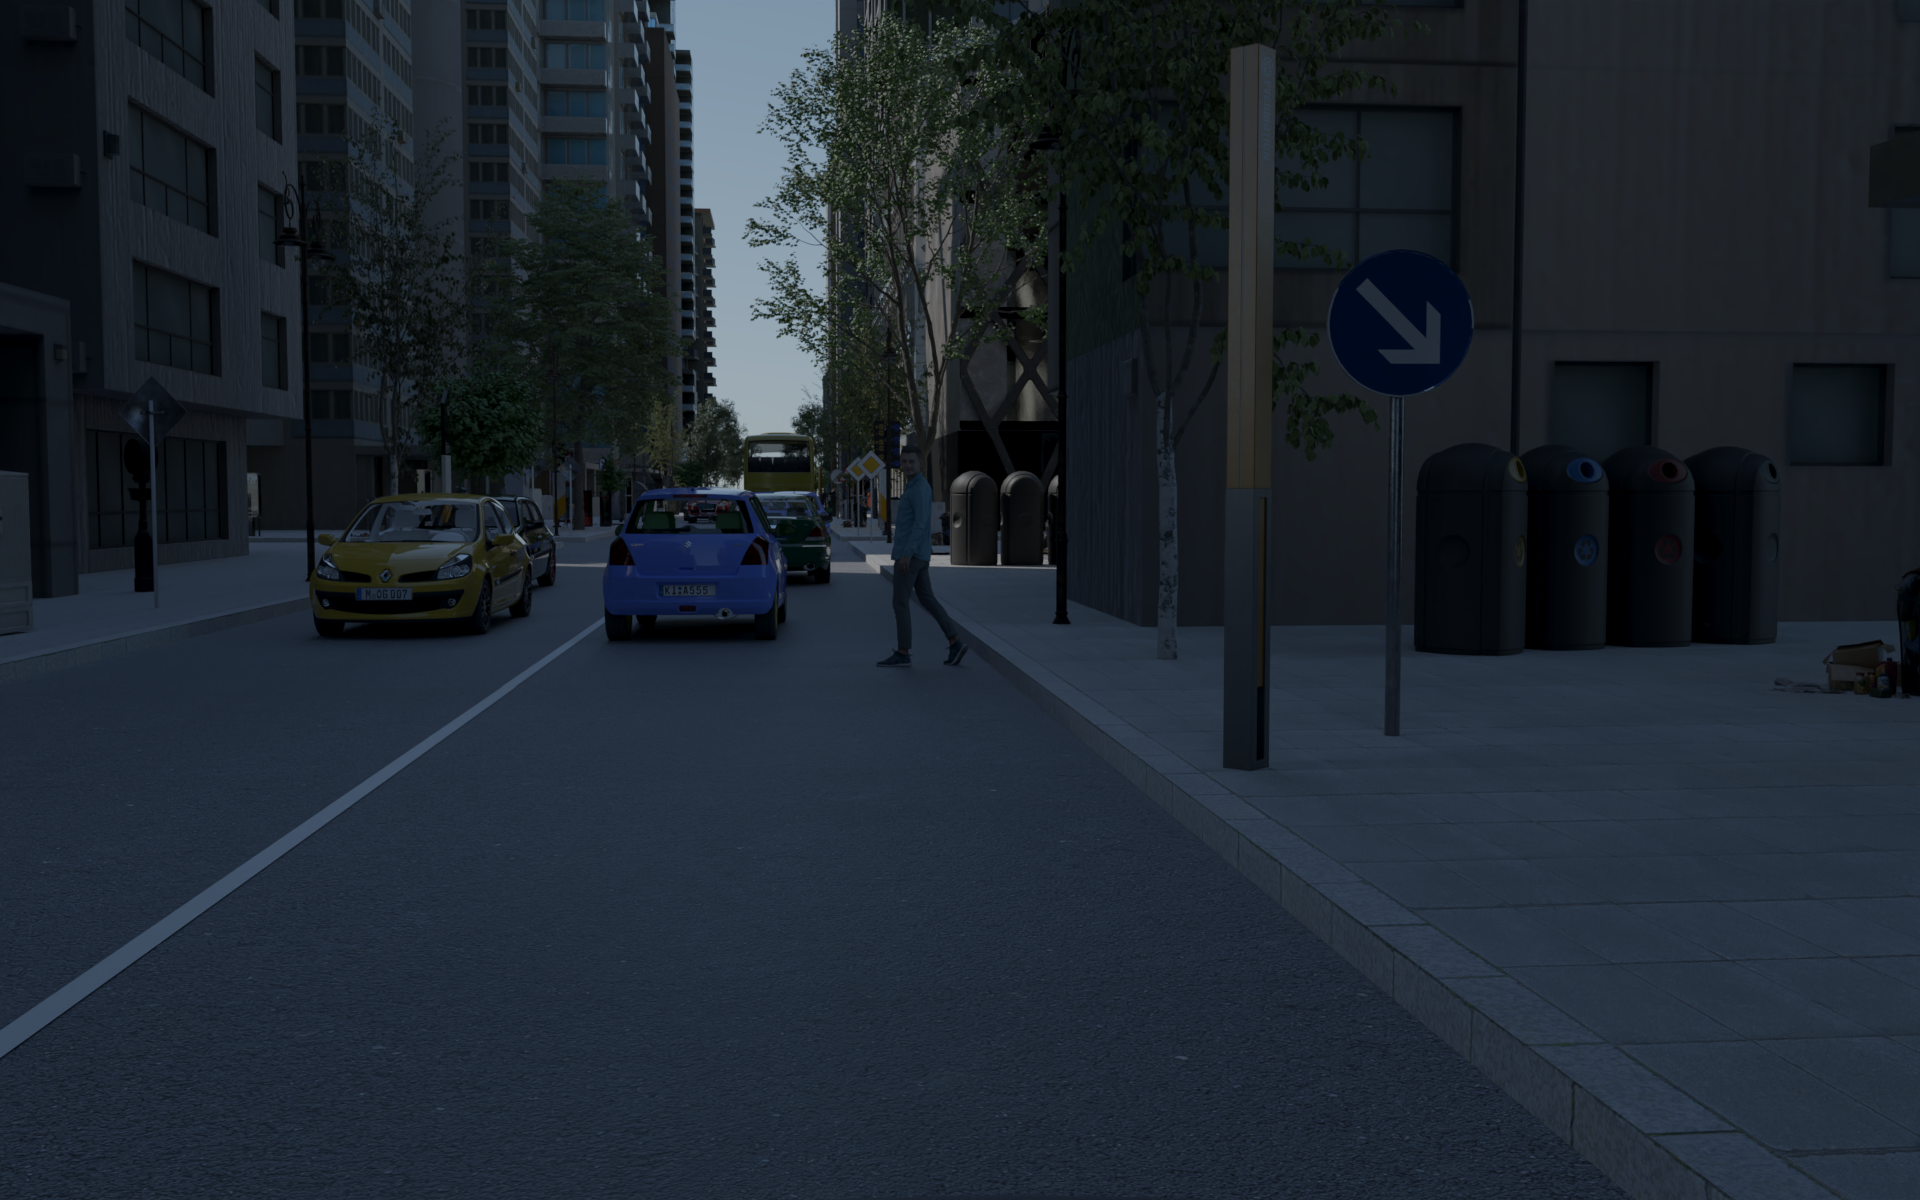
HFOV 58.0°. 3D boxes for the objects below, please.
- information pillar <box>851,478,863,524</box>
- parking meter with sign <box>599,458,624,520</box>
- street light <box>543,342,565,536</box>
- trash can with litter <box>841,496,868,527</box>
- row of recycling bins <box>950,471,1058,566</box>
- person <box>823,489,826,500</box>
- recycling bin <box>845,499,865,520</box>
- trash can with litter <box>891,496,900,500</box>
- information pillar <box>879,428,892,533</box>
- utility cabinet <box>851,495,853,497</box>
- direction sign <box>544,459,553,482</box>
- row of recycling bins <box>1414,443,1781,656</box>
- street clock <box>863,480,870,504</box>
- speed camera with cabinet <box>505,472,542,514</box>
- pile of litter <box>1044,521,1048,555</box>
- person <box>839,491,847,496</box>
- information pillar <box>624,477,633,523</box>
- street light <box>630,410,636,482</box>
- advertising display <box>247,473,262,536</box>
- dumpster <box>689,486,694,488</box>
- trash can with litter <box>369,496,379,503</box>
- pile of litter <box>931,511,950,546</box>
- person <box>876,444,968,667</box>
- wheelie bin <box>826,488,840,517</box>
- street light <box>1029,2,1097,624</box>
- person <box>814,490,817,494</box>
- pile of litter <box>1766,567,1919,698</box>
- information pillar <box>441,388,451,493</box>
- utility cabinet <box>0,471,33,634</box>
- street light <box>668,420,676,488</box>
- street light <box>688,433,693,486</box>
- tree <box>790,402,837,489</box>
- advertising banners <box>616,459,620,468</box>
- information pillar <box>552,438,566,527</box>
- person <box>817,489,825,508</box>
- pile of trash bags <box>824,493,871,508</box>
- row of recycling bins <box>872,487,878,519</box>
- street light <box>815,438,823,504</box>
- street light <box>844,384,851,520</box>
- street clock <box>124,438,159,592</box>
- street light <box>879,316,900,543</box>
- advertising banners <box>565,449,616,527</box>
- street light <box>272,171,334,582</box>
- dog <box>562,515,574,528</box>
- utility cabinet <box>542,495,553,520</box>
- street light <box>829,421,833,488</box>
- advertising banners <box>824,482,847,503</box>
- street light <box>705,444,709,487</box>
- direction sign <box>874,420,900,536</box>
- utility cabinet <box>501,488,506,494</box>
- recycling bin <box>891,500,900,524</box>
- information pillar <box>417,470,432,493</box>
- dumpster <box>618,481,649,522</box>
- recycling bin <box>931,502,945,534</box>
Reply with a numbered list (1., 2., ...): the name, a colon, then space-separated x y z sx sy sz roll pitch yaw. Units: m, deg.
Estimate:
1. information pillar: -4.178 -4.075 71.114 0.304 2.012 0.304 -3 4 -36
2. parking meter with sign: -16.780 -5.420 84.880 1.738 3.016 0.543 -3 5 -45
3. street light: -12.375 -4.902 52.931 0.468 5.910 1.993 0 4 -6
4. trash can with litter: -4.067 -3.375 66.573 1.055 1.170 0.624 1 4 12
5. row of recycling bins: 1.580 -1.494 31.535 3.534 1.692 1.069 -1 4 -15
6. person: -15.760 -11.969 201.365 1.348 1.869 0.705 0 4 8
7. recycling bin: -5.000 -4.269 82.345 0.722 1.027 0.722 -3 5 -44
8. trash can with litter: -2.983 -4.237 80.667 0.624 1.170 1.055 1 4 12
9. information pillar: -2.476 -4.033 57.301 0.183 3.616 0.504 3 5 39
10. utility cabinet: -6.892 -6.432 116.323 1.020 1.237 0.306 -2 4 -34
11. direction sign: -26.780 -7.353 112.218 0.876 3.537 0.379 -1 4 -10
12. row of recycling bins: 5.375 -0.459 14.615 3.534 1.692 1.069 -1 4 -22
13. street clock: -4.783 -5.052 87.168 0.471 2.002 0.358 -1 4 -16
14. speed camera with cabinet: -13.395 -3.598 53.157 0.660 3.252 2.038 0 4 1
15. pile of litter: 1.882 -1.375 36.442 1.176 0.858 1.719 -2 4 -30
16. person: -9.421 -8.006 136.932 1.348 1.826 0.705 0 4 1
17. information pillar: -14.087 -4.224 73.558 0.304 2.012 0.304 -1 4 -22
18. street light: -15.203 -6.610 80.857 0.468 5.910 1.993 0 4 -6
19. advertising display: -21.604 -2.901 52.638 0.974 1.923 0.123 2 4 29
20. dumpster: -19.844 -7.402 126.785 1.264 1.857 1.865 0 4 -6
21. trash can with litter: -17.873 -2.518 52.226 2.233 1.210 1.678 0 4 8
22. pile of litter: -0.319 -1.803 43.438 1.719 0.858 1.176 1 4 11
23. person: -0.321 -0.366 14.354 0.748 1.841 0.638 1 4 8
24. wheelie bin: -7.106 -5.496 97.775 0.693 1.594 0.980 1 4 18
25. street light: 1.005 -2.702 16.962 0.468 5.910 1.993 0 4 -6
26. person: -15.754 -11.107 188.555 0.530 1.710 0.541 1 4 19
27. pile of litter: 6.202 0.163 11.293 1.719 0.858 1.176 1 4 23
28. information pillar: -10.997 -2.797 37.092 0.183 3.616 0.504 0 4 -3
29. utility cabinet: -8.773 -0.417 15.494 0.318 1.500 1.173 0 4 2
30. street light: -17.994 -8.286 108.264 0.468 5.910 1.993 0 4 -6
31. street light: -20.093 -9.560 129.100 0.468 5.910 1.993 0 4 -6
32. tree: -18.059 -18.049 212.113 9.611 12.733 9.660 0 3 0
33. advertising banners: -16.999 -5.627 88.189 0.090 3.025 2.074 1 4 22
34. information pillar: -15.487 -4.615 66.807 0.504 3.616 0.183 -1 4 -17
35. person: -10.877 -7.875 135.608 0.445 1.727 0.742 2 4 29
36. pile of trash bags: -6.914 -6.038 108.476 3.447 1.369 1.912 0 4 5
37. row of recycling bins: -4.149 -5.133 91.035 1.069 1.692 3.534 0 4 -4
38. street light: -10.228 -9.473 127.675 0.468 5.910 1.993 0 4 -6
39. street light: -4.608 -6.087 72.314 0.468 5.910 1.993 0 4 -6
40. street clock: -10.696 -1.107 22.666 0.471 2.002 0.358 3 4 37
41. street light: -1.844 -4.420 45.053 0.468 5.910 1.993 0 4 -6
42. advertising banners: -14.643 -4.390 67.969 2.074 3.025 0.090 0 4 1
43. street light: -9.519 -3.209 25.249 0.468 5.910 1.993 0 4 -6
44. dog: -14.622 -2.940 64.900 0.540 0.507 0.406 -1 4 -19
45. utility cabinet: -20.671 -4.597 86.317 0.306 1.237 1.020 1 4 22
46. street light: -7.397 -7.797 100.273 0.468 5.910 1.993 0 4 -6
47. advertising banners: -8.838 -7.896 125.280 2.074 3.025 0.090 -1 4 -17
48. street light: -22.884 -11.264 156.960 0.468 5.910 1.993 0 4 -6
49. direction sign: -2.249 -3.764 53.541 0.876 3.537 0.379 -2 4 -28
50. utility cabinet: -17.568 -3.661 68.532 1.173 1.500 0.318 1 4 20
51. recycling bin: -2.903 -3.836 75.275 0.722 1.027 0.722 1 4 21
52. information pillar: -16.093 -2.910 52.074 0.304 2.012 0.304 2 4 32
53. dumpster: -14.844 -4.459 78.667 1.264 1.857 1.865 0 4 -6
54. recycling bin: -0.898 -2.566 54.506 0.722 1.027 0.722 -1 4 -15
